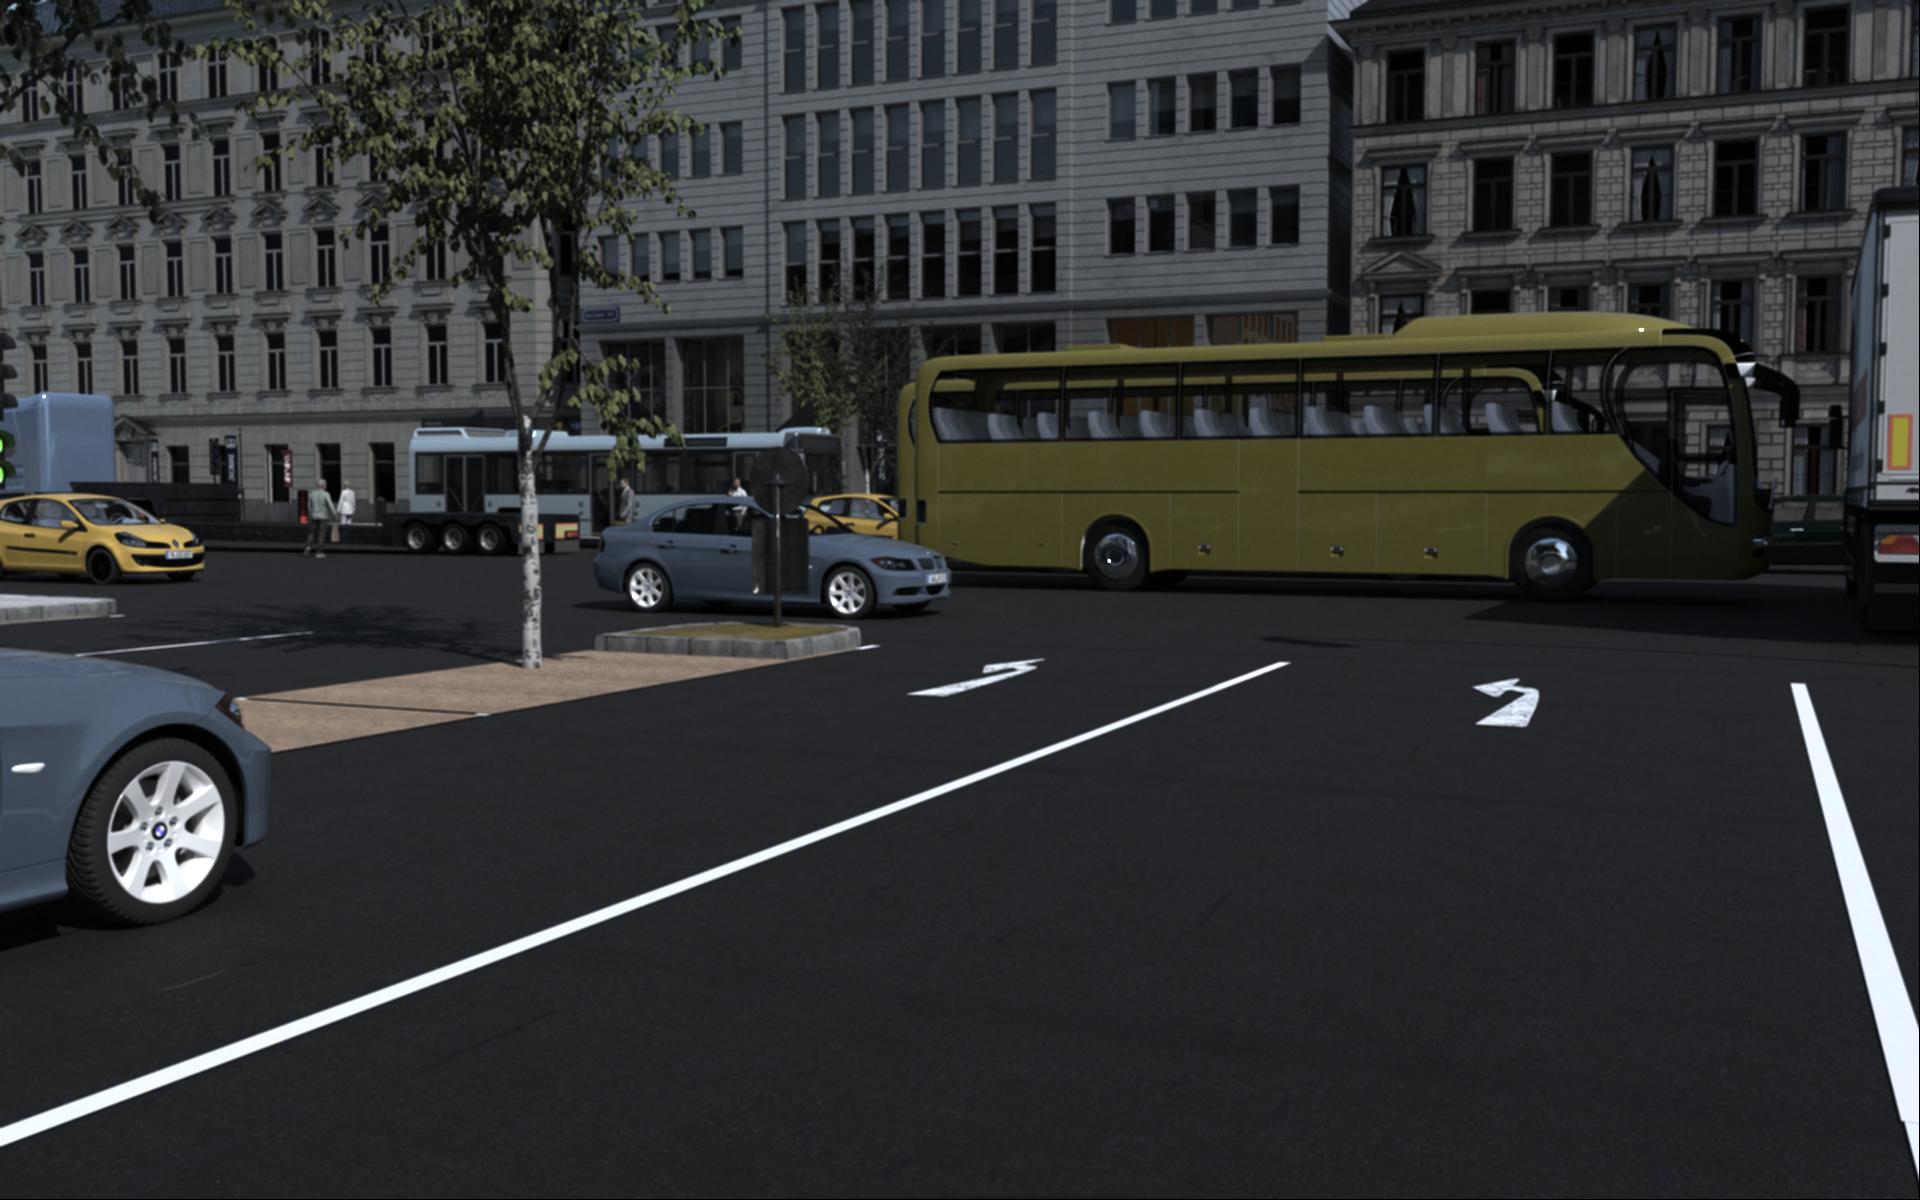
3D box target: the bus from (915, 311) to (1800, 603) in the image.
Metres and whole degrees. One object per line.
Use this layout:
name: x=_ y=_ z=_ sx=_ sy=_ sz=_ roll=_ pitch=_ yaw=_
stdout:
bus: x=5.342 y=-2.055 z=25.139 sx=12.252 sy=3.916 sz=2.896 roll=2 pitch=4 yaw=25

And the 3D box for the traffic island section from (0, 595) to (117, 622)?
traffic island section: x=-11.355 y=0.134 z=20.094 sx=2.009 sy=0.180 sz=2.903 roll=2 pitch=4 yaw=24

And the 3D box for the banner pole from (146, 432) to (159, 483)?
banner pole: x=-32.575 y=-4.885 z=69.882 sx=0.401 sy=3.779 sz=0.863 roll=1 pitch=4 yaw=14

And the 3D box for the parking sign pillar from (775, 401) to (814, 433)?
parking sign pillar: x=-4.826 y=-3.748 z=49.759 sx=1.447 sy=3.967 sz=1.447 roll=-3 pitch=5 yaw=-44

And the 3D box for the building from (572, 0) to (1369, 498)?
building: x=0.625 y=-17.692 z=66.761 sx=29.804 sy=29.767 sz=11.434 roll=2 pitch=4 yaw=24

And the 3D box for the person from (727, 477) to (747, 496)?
person: x=-5.379 y=-2.016 z=41.570 sx=0.679 sy=1.850 sz=0.850 roll=2 pitch=4 yaw=27

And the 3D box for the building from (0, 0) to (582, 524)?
building: x=-31.570 y=-18.889 z=85.255 sx=44.131 sy=29.872 sz=17.030 roll=2 pitch=4 yaw=24

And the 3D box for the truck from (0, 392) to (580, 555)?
truck: x=-18.249 y=-3.326 z=44.147 sx=18.799 sy=4.110 sz=2.967 roll=1 pitch=4 yaw=23

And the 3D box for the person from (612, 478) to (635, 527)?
person: x=-7.692 y=-1.920 z=40.008 sx=0.853 sy=1.813 sz=0.709 roll=-2 pitch=4 yaw=-29

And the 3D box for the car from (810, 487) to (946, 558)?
car: x=-1.757 y=-1.741 z=38.686 sx=3.980 sy=1.641 sz=2.015 roll=2 pitch=4 yaw=23

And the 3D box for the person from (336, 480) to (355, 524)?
person: x=-17.998 y=-2.607 z=50.999 sx=0.818 sy=1.842 sz=0.514 roll=0 pitch=4 yaw=-1

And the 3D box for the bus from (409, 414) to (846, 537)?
bus: x=-8.675 y=-3.149 z=46.339 sx=13.247 sy=3.499 sz=2.948 roll=2 pitch=4 yaw=24

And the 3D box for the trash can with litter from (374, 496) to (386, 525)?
trash can with litter: x=-20.786 y=-3.093 z=61.629 sx=2.233 sy=1.210 sz=1.678 roll=2 pitch=4 yaw=33

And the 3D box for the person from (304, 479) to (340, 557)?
person: x=-14.491 y=-1.859 z=39.376 sx=0.782 sy=1.767 sz=0.515 roll=1 pitch=4 yaw=10

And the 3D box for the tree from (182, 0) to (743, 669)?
tree: x=-3.565 y=-3.724 z=13.699 sx=4.737 sy=8.622 sz=4.395 roll=0 pitch=3 yaw=0

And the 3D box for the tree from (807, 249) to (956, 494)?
tree: x=-2.601 y=-6.255 z=52.631 sx=4.360 sy=8.622 sz=3.978 roll=0 pitch=3 yaw=0

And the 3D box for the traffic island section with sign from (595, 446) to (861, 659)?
traffic island section with sign: x=-1.997 y=-0.490 z=16.143 sx=2.006 sy=1.907 sz=1.989 roll=2 pitch=4 yaw=24

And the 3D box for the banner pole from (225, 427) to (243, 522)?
banner pole: x=-27.244 y=-4.594 z=65.136 sx=0.863 sy=3.779 sz=0.401 roll=1 pitch=4 yaw=9

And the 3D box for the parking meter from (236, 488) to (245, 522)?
parking meter: x=-29.304 y=-3.793 z=70.433 sx=0.372 sy=1.533 sz=0.369 roll=0 pitch=3 yaw=0

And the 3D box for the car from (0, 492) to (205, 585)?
car: x=-14.313 y=-1.117 z=28.494 sx=3.980 sy=1.641 sz=2.015 roll=1 pitch=4 yaw=23

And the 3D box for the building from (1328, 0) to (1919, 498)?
building: x=22.633 y=-11.717 z=56.202 sx=19.286 sy=19.102 sz=10.561 roll=2 pitch=4 yaw=24

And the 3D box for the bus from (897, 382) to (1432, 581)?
bus: x=4.853 y=-2.406 z=30.883 sx=12.252 sy=3.916 sz=2.896 roll=2 pitch=4 yaw=25

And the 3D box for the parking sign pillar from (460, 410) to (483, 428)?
parking sign pillar: x=-15.767 y=-4.071 z=55.026 sx=1.447 sy=3.967 sz=1.447 roll=2 pitch=4 yaw=35

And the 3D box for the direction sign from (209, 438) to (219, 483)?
direction sign: x=-30.333 y=-4.802 z=70.512 sx=0.379 sy=3.537 sz=0.876 roll=-3 pitch=5 yaw=-45

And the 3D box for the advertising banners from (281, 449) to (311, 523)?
advertising banners: x=-26.110 y=-4.444 z=68.850 sx=0.090 sy=3.025 sz=2.074 roll=2 pitch=4 yaw=29

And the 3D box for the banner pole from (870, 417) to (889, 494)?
banner pole: x=-2.656 y=-4.047 z=56.184 sx=0.863 sy=3.779 sz=0.401 roll=-3 pitch=4 yaw=-39

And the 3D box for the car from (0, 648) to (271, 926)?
car: x=-4.029 y=0.444 z=4.740 sx=2.014 sy=1.417 sz=4.499 roll=2 pitch=4 yaw=24

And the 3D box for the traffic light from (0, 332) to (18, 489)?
traffic light: x=-11.322 y=-1.897 z=19.944 sx=0.839 sy=4.253 sz=0.868 roll=2 pitch=4 yaw=24

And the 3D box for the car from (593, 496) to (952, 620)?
car: x=-2.286 y=-0.555 z=21.085 sx=4.499 sy=1.417 sz=2.014 roll=2 pitch=4 yaw=25

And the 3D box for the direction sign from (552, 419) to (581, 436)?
direction sign: x=-11.844 y=-3.682 z=52.196 sx=0.876 sy=3.537 sz=0.379 roll=-2 pitch=4 yaw=-29

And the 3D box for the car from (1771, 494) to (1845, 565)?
car: x=15.137 y=-1.337 z=31.641 sx=4.222 sy=1.686 sz=2.009 roll=2 pitch=4 yaw=25

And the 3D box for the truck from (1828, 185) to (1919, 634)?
truck: x=11.879 y=-1.927 z=20.418 sx=2.839 sy=4.237 sz=11.283 roll=2 pitch=4 yaw=26

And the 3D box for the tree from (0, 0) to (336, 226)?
tree: x=-5.083 y=-3.390 z=8.249 sx=4.360 sy=8.622 sz=3.978 roll=0 pitch=3 yaw=0
